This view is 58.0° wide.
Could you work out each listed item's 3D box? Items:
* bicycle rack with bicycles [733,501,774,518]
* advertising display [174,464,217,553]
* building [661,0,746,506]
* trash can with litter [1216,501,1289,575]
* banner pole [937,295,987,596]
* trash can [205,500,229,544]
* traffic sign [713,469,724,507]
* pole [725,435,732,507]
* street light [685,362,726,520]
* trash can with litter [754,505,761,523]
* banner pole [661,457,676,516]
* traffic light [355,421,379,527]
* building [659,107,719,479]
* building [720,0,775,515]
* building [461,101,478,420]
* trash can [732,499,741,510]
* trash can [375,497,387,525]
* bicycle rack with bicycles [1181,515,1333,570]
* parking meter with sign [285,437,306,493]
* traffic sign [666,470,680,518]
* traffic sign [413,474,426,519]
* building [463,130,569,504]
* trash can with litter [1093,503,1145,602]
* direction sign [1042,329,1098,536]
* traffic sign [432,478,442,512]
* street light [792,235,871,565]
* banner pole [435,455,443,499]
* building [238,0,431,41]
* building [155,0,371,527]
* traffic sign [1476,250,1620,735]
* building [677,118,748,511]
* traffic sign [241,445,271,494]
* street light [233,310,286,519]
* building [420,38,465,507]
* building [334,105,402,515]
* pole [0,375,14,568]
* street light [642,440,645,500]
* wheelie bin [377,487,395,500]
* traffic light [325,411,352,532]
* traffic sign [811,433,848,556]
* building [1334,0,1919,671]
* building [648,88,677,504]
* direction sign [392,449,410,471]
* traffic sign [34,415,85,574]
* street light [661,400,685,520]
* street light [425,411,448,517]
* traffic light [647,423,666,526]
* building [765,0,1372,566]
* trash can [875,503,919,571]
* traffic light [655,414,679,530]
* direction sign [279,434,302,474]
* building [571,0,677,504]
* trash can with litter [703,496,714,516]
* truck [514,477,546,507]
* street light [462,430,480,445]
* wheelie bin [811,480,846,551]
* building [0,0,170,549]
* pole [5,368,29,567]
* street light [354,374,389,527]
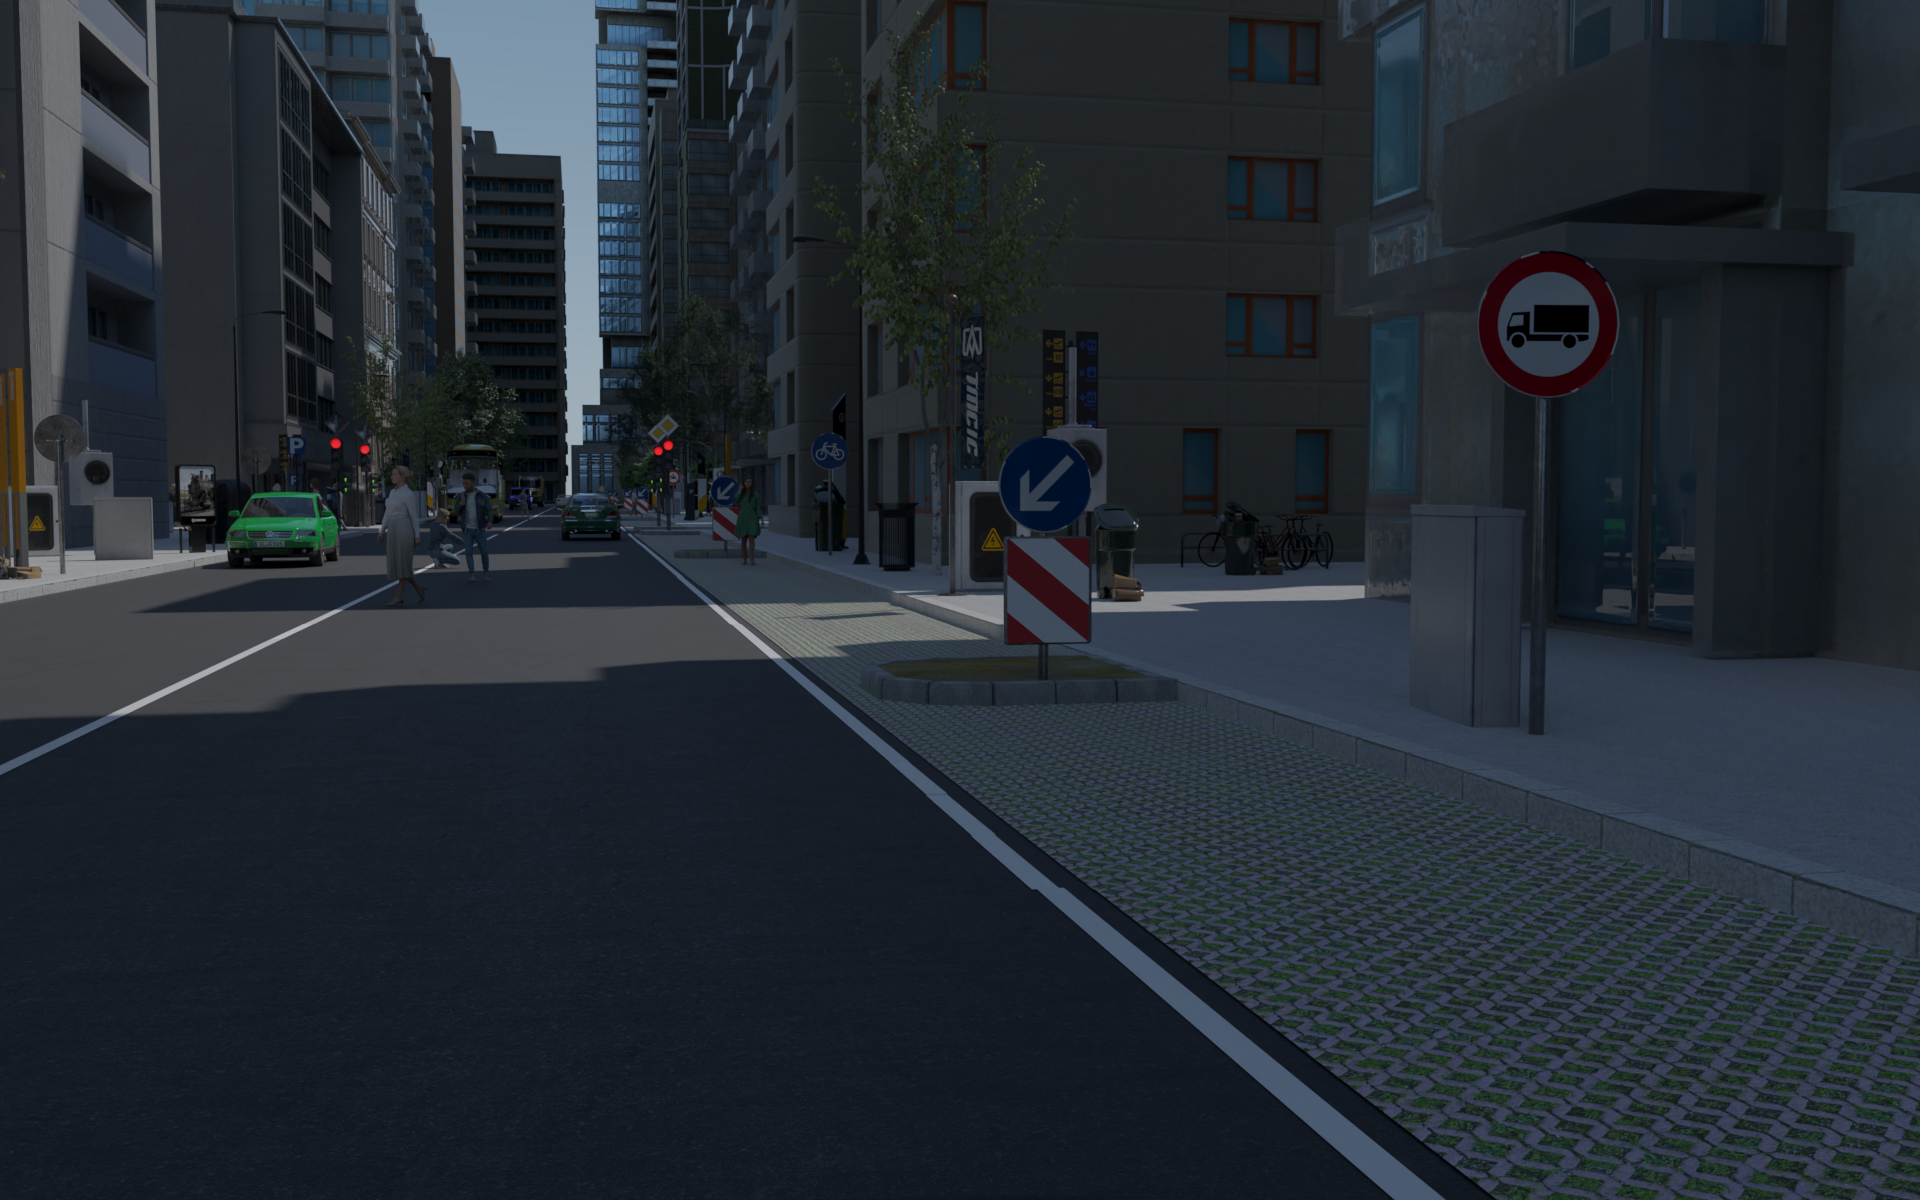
[{"bbox_3d":[-10.865,-4.530,87.450,2.925,0.926,2.852,3,4,36],"label":"bicycle rack with bicycles"},{"bbox_3d":[-16.664,-1.993,37.793,0.123,1.923,0.974,2,4,27],"label":"advertising display"},{"bbox_3d":[-18.981,-44.731,169.603,20.563,71.187,20.611,-1,4,-12],"label":"building"},{"bbox_3d":[4.651,-0.986,27.515,1.055,1.170,0.624,-1,4,-12],"label":"trash can with litter"},{"bbox_3d":[0.054,-1.936,21.667,0.401,3.779,0.863,-3,5,-39],"label":"banner pole"},{"bbox_3d":[-19.211,-2.018,44.645,0.748,1.137,0.748,0,3,0],"label":"trash can"},{"bbox_3d":[-9.457,-4.061,68.527,0.606,2.300,0.079,0,4,-8],"label":"traffic sign"},{"bbox_3d":[-7.953,-4.013,59.462,0.158,3.312,0.155,0,3,0],"label":"pole"},{"bbox_3d":[-8.851,-5.427,61.266,1.470,5.913,1.316,-1,4,-12],"label":"street light"},{"bbox_3d":[-8.819,-3.735,72.460,1.055,1.170,0.624,3,5,39],"label":"trash can with litter"},{"bbox_3d":[-17.059,-6.828,101.658,0.863,3.779,0.401,0,4,7],"label":"banner pole"},{"bbox_3d":[-22.753,-4.741,66.432,0.839,4.253,0.868,-1,4,-12],"label":"traffic light"},{"bbox_3d":[-25.332,-30.835,187.741,14.154,41.232,14.086,-1,4,-12],"label":"building"},{"bbox_3d":[-2.695,-29.928,108.924,23.786,49.044,30.456,-1,4,-12],"label":"building"},{"bbox_3d":[-70.343,-35.174,194.709,30.456,49.044,23.786,-1,4,-12],"label":"building"},{"bbox_3d":[-10.064,-4.107,78.797,0.748,1.137,0.748,0,3,0],"label":"trash can"},{"bbox_3d":[-24.460,-3.740,72.799,0.748,1.137,0.748,0,3,0],"label":"trash can"},{"bbox_3d":[5.296,-1.013,29.946,2.925,0.926,2.852,-2,4,-29],"label":"bicycle rack with bicycles"},{"bbox_3d":[-20.637,-3.513,53.699,0.543,3.016,1.738,-2,4,-26],"label":"parking meter with sign"},{"bbox_3d":[-15.116,-5.581,91.359,0.768,2.556,0.104,0,4,-3],"label":"traffic sign"},{"bbox_3d":[-28.073,-5.374,89.996,0.606,2.300,0.079,-1,4,-12],"label":"traffic sign"},{"bbox_3d":[-64.199,-37.304,233.619,21.600,48.544,21.300,-1,4,-12],"label":"building"},{"bbox_3d":[2.003,-0.592,21.070,0.624,1.170,1.055,-1,4,-12],"label":"trash can with litter"},{"bbox_3d":[1.532,-1.960,24.045,0.876,3.537,0.379,-2,4,-27],"label":"direction sign"},{"bbox_3d":[-32.456,-6.444,107.485,0.606,2.300,0.079,0,4,-4],"label":"traffic sign"},{"bbox_3d":[-2.329,-3.597,31.356,1.470,5.913,1.316,-1,4,-12],"label":"street light"},{"bbox_3d":[-33.166,-7.357,110.302,0.401,3.779,0.863,1,4,23],"label":"banner pole"},{"bbox_3d":[-57.875,-32.478,150.620,23.786,49.044,30.456,-1,4,-12],"label":"building"},{"bbox_3d":[-36.990,-16.033,81.203,14.314,24.678,30.058,-1,4,-12],"label":"building"},{"bbox_3d":[3.080,-0.555,9.177,0.768,2.556,0.104,0,4,-4],"label":"traffic sign"},{"bbox_3d":[-14.923,-22.389,137.766,14.160,30.474,14.107,-1,4,-12],"label":"building"},{"bbox_3d":[-18.410,-2.765,45.314,0.768,2.556,0.104,0,4,-4],"label":"traffic sign"},{"bbox_3d":[-17.658,-4.350,43.662,1.470,5.913,1.316,-1,4,-12],"label":"street light"},{"bbox_3d":[-57.355,-32.021,173.656,14.600,45.320,14.200,-1,4,-12],"label":"building"},{"bbox_3d":[-42.451,-19.012,108.110,12.463,27.353,25.104,-1,4,-12],"label":"building"},{"bbox_3d":[-16.406,-2.189,29.632,0.158,3.312,0.155,0,3,0],"label":"pole"},{"bbox_3d":[-20.252,-8.621,113.501,1.470,5.913,1.316,-1,4,-12],"label":"street light"},{"bbox_3d":[-26.323,-4.395,79.765,0.980,1.594,0.693,-1,4,-14],"label":"wheelie bin"},{"bbox_3d":[-21.050,-4.264,58.630,0.839,4.253,0.868,-1,4,-12],"label":"traffic light"},{"bbox_3d":[-2.701,-2.197,36.029,0.768,2.556,0.104,0,4,-5],"label":"traffic sign"},{"bbox_3d":[17.036,-23.849,9.536,23.786,49.044,30.456,-1,4,-12],"label":"building"},{"bbox_3d":[-25.630,-35.595,205.680,21.300,48.544,21.600,-1,4,-12],"label":"building"},{"bbox_3d":[-28.028,-5.801,86.851,0.876,3.537,0.379,0,4,1],"label":"direction sign"},{"bbox_3d":[-14.420,-1.691,27.762,0.768,2.556,0.104,0,4,-8],"label":"traffic sign"},{"bbox_3d":[-13.868,-6.831,84.230,1.470,5.913,1.316,-1,4,-12],"label":"street light"},{"bbox_3d":[-29.156,-7.573,96.367,1.470,5.913,1.316,-1,4,-12],"label":"street light"},{"bbox_3d":[-11.997,-4.885,68.787,0.839,4.253,0.868,-1,4,-12],"label":"traffic light"},{"bbox_3d":[10.040,-12.373,47.344,27.650,21.520,28.899,-1,4,-12],"label":"building"},{"bbox_3d":[-1.052,-1.055,28.906,0.748,1.137,0.748,0,3,0],"label":"trash can"},{"bbox_3d":[-10.294,-4.408,60.985,0.839,4.253,0.868,-1,4,-12],"label":"traffic light"},{"bbox_3d":[-25.393,-4.511,65.757,0.876,3.537,0.379,0,4,3],"label":"direction sign"},{"bbox_3d":[-37.938,-56.579,237.729,31.000,86.520,22.319,-1,4,-12],"label":"building"},{"bbox_3d":[-14.358,-5.435,99.920,1.678,1.210,2.233,-2,4,-29],"label":"trash can with litter"},{"bbox_3d":[-48.046,-12.125,194.160,3.469,3.379,9.791,-1,4,-12],"label":"truck"},{"bbox_3d":[-35.454,-9.349,125.399,1.470,5.913,1.316,-1,4,-12],"label":"street light"},{"bbox_3d":[-2.962,-1.896,38.916,0.693,1.594,0.980,-1,4,-19],"label":"wheelie bin"},{"bbox_3d":[-35.803,-30.547,41.445,28.212,58.520,21.231,-1,4,-12],"label":"building"},{"bbox_3d":[-15.324,-2.100,28.182,0.158,3.312,0.155,0,3,0],"label":"pole"},{"bbox_3d":[-22.735,-5.772,66.921,1.470,5.913,1.316,-1,4,-12],"label":"street light"}]
